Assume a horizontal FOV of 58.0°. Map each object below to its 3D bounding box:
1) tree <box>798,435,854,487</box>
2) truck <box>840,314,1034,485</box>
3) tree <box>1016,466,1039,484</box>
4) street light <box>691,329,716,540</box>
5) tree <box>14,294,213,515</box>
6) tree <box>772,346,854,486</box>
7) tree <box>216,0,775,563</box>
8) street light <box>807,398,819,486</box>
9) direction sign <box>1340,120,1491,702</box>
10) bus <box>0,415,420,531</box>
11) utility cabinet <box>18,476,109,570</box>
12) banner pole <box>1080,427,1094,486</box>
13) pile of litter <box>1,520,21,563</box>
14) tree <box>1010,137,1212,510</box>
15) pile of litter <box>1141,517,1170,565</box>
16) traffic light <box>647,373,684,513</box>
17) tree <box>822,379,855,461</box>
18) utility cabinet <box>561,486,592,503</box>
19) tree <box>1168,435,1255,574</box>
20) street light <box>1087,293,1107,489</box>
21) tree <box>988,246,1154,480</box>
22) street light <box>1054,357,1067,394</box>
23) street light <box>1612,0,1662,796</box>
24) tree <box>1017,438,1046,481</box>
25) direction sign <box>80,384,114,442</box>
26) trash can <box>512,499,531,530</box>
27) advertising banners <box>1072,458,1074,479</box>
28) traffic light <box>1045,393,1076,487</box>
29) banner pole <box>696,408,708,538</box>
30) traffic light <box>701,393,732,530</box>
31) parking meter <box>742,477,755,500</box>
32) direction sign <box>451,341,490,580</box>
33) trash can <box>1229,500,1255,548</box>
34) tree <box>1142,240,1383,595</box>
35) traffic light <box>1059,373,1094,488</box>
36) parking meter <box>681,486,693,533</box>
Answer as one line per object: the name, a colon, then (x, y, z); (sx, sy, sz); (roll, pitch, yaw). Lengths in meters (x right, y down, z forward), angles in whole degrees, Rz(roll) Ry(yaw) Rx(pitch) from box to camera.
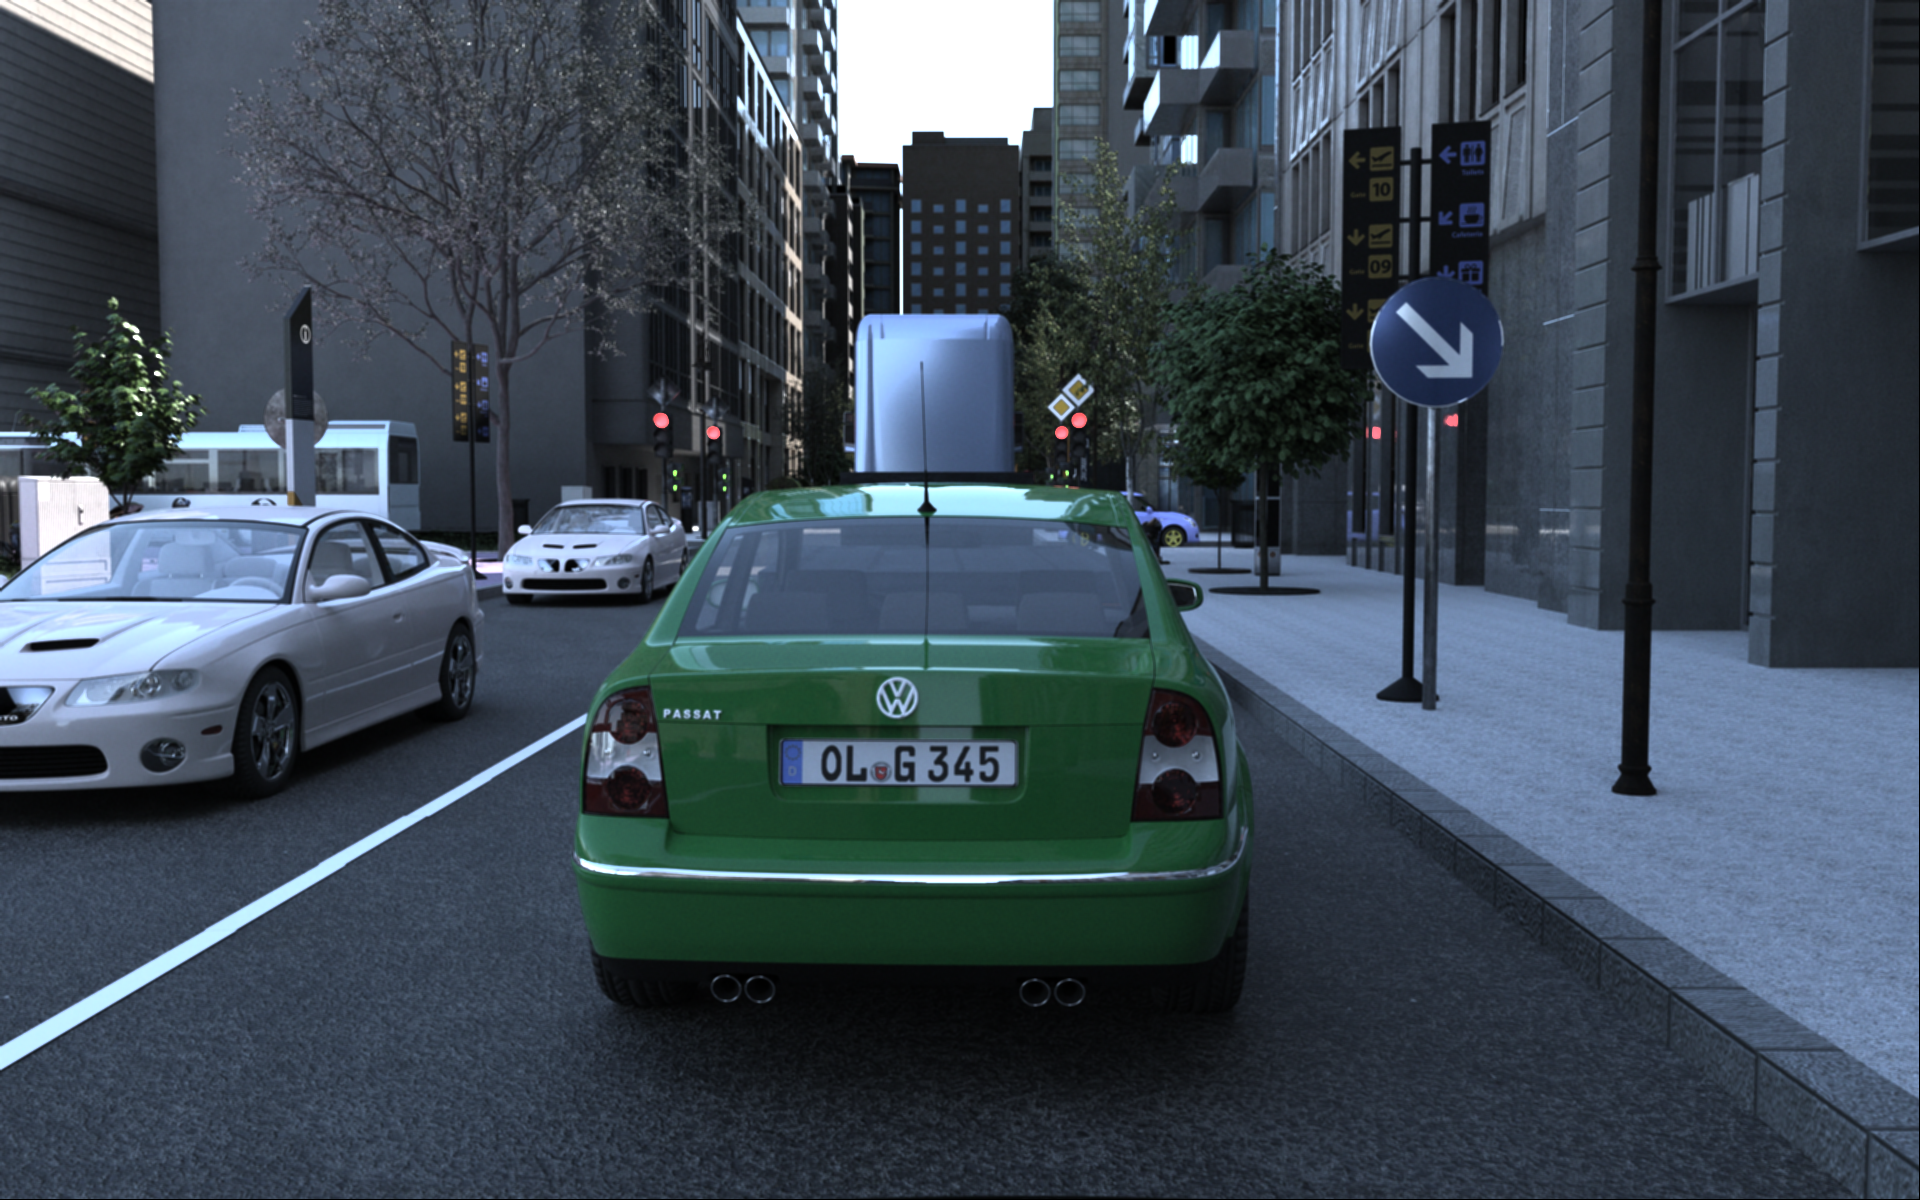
tree: (-7.365, -6.912, 96.717); (4.285, 4.588, 4.351); (0, 3, 0)
truck: (-0.259, -1.861, 20.186); (2.967, 4.110, 18.799); (0, 4, -1)
tree: (4.031, -6.745, 104.889); (1.663, 3.219, 1.824); (0, 3, 0)
street light: (-7.180, -4.637, 48.610); (0.468, 5.910, 1.993); (0, 4, 0)
tree: (-8.322, -1.366, 16.932); (1.663, 3.219, 1.824); (0, 3, 0)
tree: (-7.474, -8.334, 86.630); (4.360, 8.622, 3.978); (0, 3, 0)
tree: (-8.708, -7.459, 32.319); (12.009, 13.543, 11.850); (0, 3, 0)
street light: (-6.942, -6.684, 82.078); (0.468, 5.910, 1.993); (0, 4, 0)
direction sign: (2.801, -1.146, 10.733); (0.876, 3.537, 0.379); (1, 4, 19)
bus: (-20.814, -3.022, 44.275); (13.247, 3.499, 2.948); (0, 3, 0)
utility cabinet: (-11.317, -0.811, 21.945); (0.318, 1.500, 1.173); (1, 4, 16)
banner pole: (4.791, -4.580, 64.904); (0.863, 3.779, 0.401); (0, 4, -2)
pile of litter: (-16.501, -1.029, 30.783); (1.719, 0.858, 1.176); (-3, 4, -38)
tree: (3.475, -5.219, 35.691); (4.737, 8.622, 4.395); (0, 3, 0)
pile of litter: (3.282, -1.098, 31.921); (1.176, 0.858, 1.719); (0, 4, 7)
traffic light: (-6.879, -3.147, 40.379); (0.839, 4.253, 0.868); (0, 4, 0)
tree: (-7.192, -9.871, 111.757); (4.737, 8.622, 4.395); (0, 3, 0)
utility cabinet: (-10.685, -2.428, 48.376); (0.318, 1.500, 1.173); (-3, 5, -43)
tree: (4.214, -2.067, 28.398); (1.663, 3.219, 1.824); (0, 3, 0)
street light: (3.120, -4.107, 39.944); (0.468, 5.910, 1.993); (0, 4, 0)
tree: (4.341, -9.980, 80.175); (9.611, 12.733, 9.660); (0, 3, 0)
street light: (3.350, -5.152, 57.027); (0.468, 5.910, 1.993); (0, 4, 0)
street light: (2.897, -2.109, 7.266); (0.468, 5.910, 1.993); (0, 4, 0)
tree: (4.128, -14.599, 156.818); (7.486, 12.596, 7.792); (0, 3, 0)
direction sign: (-17.549, -2.660, 35.483); (0.379, 3.537, 0.876); (2, 4, 33)
trash can: (-12.488, -2.276, 48.858); (0.748, 1.137, 0.748); (0, 3, 0)
advertising banners: (3.947, -4.049, 62.394); (0.090, 3.025, 2.074); (1, 4, 13)
traffic light: (2.801, -3.632, 48.297); (0.839, 4.253, 0.868); (0, 4, 0)
banner pole: (-7.530, -3.705, 50.589); (0.401, 3.779, 0.863); (0, 4, -6)
traffic light: (-6.810, -3.636, 48.363); (0.839, 4.253, 0.868); (0, 4, 0)
parking meter: (-7.104, -3.207, 58.144); (0.399, 1.863, 0.255); (1, 4, 18)
direction sign: (-7.333, -2.081, 26.026); (0.379, 3.537, 0.876); (1, 4, 20)
trash can: (6.749, -1.802, 41.119); (0.748, 1.137, 0.748); (0, 3, 0)
tree: (4.060, -2.376, 22.567); (4.285, 4.588, 4.351); (0, 3, 0)
traffic light: (2.732, -3.143, 40.312); (0.839, 4.253, 0.868); (0, 4, 0)
parking meter: (-8.922, -2.944, 56.550); (0.372, 1.533, 0.369); (0, 3, 0)
